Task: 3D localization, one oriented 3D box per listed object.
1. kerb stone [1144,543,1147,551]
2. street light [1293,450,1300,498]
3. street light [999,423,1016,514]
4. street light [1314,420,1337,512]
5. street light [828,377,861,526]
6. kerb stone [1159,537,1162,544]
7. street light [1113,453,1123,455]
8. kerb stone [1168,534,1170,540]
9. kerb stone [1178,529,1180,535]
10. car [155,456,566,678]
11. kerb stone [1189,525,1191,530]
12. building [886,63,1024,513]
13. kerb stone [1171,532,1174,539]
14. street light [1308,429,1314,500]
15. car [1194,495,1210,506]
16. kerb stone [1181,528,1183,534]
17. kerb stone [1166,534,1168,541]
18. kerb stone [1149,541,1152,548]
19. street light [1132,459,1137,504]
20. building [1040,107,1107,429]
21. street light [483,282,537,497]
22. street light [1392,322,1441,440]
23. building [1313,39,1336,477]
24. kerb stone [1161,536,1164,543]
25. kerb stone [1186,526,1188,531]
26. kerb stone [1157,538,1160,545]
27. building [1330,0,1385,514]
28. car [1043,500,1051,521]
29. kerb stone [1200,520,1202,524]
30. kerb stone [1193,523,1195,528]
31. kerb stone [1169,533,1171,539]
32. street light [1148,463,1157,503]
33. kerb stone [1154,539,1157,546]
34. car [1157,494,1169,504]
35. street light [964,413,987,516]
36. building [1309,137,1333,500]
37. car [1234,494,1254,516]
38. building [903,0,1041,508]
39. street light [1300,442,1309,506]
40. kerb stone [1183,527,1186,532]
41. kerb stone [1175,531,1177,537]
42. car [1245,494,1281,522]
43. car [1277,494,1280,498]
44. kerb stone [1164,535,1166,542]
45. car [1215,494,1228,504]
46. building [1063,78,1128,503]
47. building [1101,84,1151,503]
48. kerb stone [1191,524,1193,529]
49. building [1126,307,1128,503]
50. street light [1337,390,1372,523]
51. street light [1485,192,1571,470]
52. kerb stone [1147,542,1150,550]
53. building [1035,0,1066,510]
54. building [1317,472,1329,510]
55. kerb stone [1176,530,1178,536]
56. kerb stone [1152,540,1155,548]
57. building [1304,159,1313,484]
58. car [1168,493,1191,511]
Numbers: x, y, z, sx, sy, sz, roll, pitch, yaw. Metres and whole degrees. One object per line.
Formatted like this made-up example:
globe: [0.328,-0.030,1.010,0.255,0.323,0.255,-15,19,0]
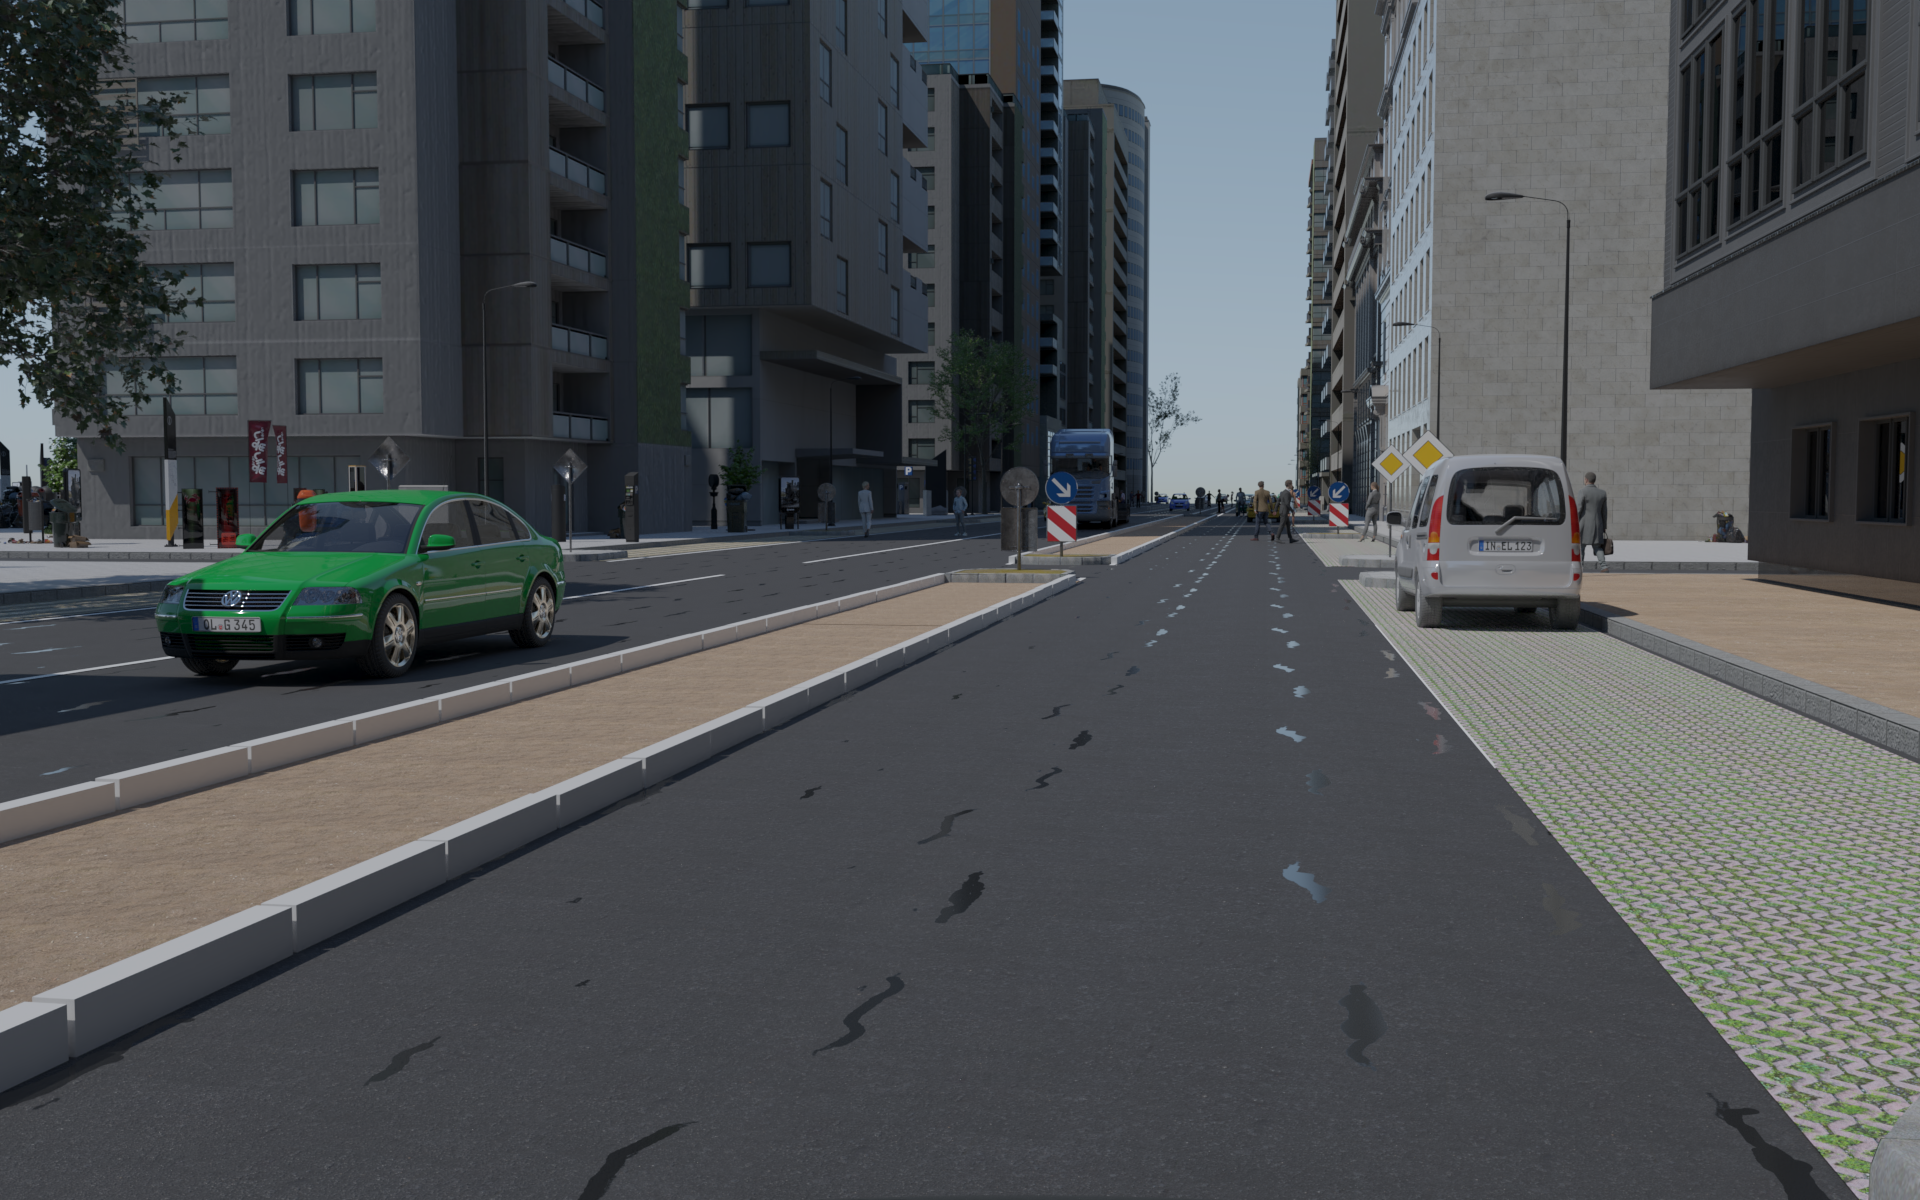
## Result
kerb stone: [4.477,-1.265,42.875,0.120,0.150,1.000,1,4,10]
street light: [36.489,-12.942,184.137,1.470,5.913,1.316,1,4,10]
street light: [3.282,-8.631,113.650,1.470,5.913,1.316,1,4,10]
street light: [23.020,-8.286,108.024,1.470,5.913,1.316,1,4,10]
street light: [-4.593,-5.886,68.778,1.470,5.913,1.316,1,4,10]
kerb stone: [5.540,-1.635,48.924,0.120,0.150,1.000,1,4,10]
street light: [17.723,-13.646,195.648,1.470,5.913,1.316,1,4,10]
kerb stone: [6.254,-1.881,52.954,0.120,0.150,1.000,1,4,10]
kerb stone: [7.317,-2.251,59.006,0.120,0.150,1.000,1,4,10]
car: [-4.999,-0.380,15.006,1.959,1.807,4.718,1,4,10]
kerb stone: [8.749,-2.741,67.069,0.120,0.150,1.000,1,4,10]
building: [-3.476,-21.332,120.476,14.160,30.474,14.107,1,4,10]
kerb stone: [6.611,-2.003,54.978,0.120,0.150,1.000,1,4,10]
street light: [25.673,-9.194,122.864,1.470,5.913,1.316,1,4,10]
car: [29.480,-12.098,210.168,2.083,1.381,4.827,1,4,11]
kerb stone: [7.678,-2.375,61.023,0.120,0.150,1.000,1,4,10]
kerb stone: [6.071,-1.819,51.944,0.120,0.150,1.000,1,4,10]
kerb stone: [4.832,-1.388,44.897,0.120,0.150,1.000,1,4,10]
street light: [23.174,-15.519,226.277,1.470,5.913,1.316,1,4,10]
building: [7.507,-30.330,179.486,14.154,41.232,14.086,1,4,10]
street light: [-9.933,-4.012,38.129,1.470,5.913,1.316,1,4,10]
street light: [12.340,-4.537,46.727,1.470,5.913,1.316,1,4,10]
building: [46.391,-33.412,165.896,23.786,49.044,30.456,1,4,10]
kerb stone: [5.725,-1.696,49.929,0.120,0.150,1.000,1,4,10]
kerb stone: [8.394,-2.621,65.054,0.120,0.150,1.000,1,4,10]
kerb stone: [5.365,-1.572,47.918,0.120,0.150,1.000,1,4,10]
building: [36.491,-30.157,116.765,21.300,48.544,21.600,1,4,10]
car: [5.463,-5.013,92.182,2.015,1.641,3.980,1,4,9]
kerb stone: [10.873,-3.485,79.177,0.120,0.150,1.000,1,4,10]
kerb stone: [9.456,-2.988,71.100,0.120,0.150,1.000,1,4,10]
kerb stone: [6.424,-1.944,53.972,0.120,0.150,1.000,1,4,10]
street light: [28.532,-17.393,256.922,1.470,5.913,1.316,1,4,10]
kerb stone: [5.187,-1.509,46.911,0.120,0.150,1.000,1,4,10]
car: [29.666,-14.947,253.967,1.945,1.707,3.694,1,4,12]
street light: [0.832,-7.760,99.411,1.470,5.913,1.316,1,4,10]
building: [47.748,-31.609,200.405,14.154,41.232,14.086,1,4,10]
car: [18.928,-6.194,113.069,2.131,1.459,4.920,1,4,10]
building: [-1.523,-29.633,134.604,14.600,45.320,14.200,1,4,10]
street light: [31.121,-11.067,153.493,1.470,5.913,1.316,1,4,10]
kerb stone: [8.036,-2.498,63.042,0.120,0.150,1.000,1,4,10]
kerb stone: [6.963,-2.128,56.993,0.120,0.150,1.000,1,4,10]
car: [15.653,-4.818,88.990,2.015,1.641,3.980,1,4,12]
car: [46.308,-14.671,248.674,1.959,1.807,4.718,1,4,10]
kerb stone: [5.901,-1.758,50.936,0.120,0.150,1.000,1,4,10]
car: [39.239,-15.350,259.762,1.959,1.807,4.718,1,4,9]
building: [8.583,-35.711,207.571,21.300,48.544,21.600,1,4,10]
building: [15.599,-43.171,247.848,21.231,58.520,28.212,1,4,10]
kerb stone: [9.098,-2.868,69.083,0.120,0.150,1.000,1,4,10]
building: [14.296,-27.785,225.978,14.160,30.474,14.107,1,4,10]
street light: [17.699,-6.412,77.372,1.470,5.913,1.316,1,4,10]
street light: [8.764,-3.313,26.706,1.470,5.913,1.316,1,4,10]
kerb stone: [4.660,-1.326,43.889,0.120,0.150,1.000,1,4,10]
building: [-1.198,-51.628,156.786,22.319,86.520,31.000,1,4,10]
building: [45.407,-27.320,138.557,32.217,40.220,23.993,1,4,10]
kerb stone: [7.137,-2.188,58.000,0.120,0.150,1.000,1,4,10]
kerb stone: [5.006,-1.450,45.903,0.120,0.150,1.000,1,4,10]
building: [55.418,-34.628,220.786,22.147,44.769,28.867,1,4,10]
car: [18.850,-8.501,148.580,1.945,1.707,3.694,1,4,8]
